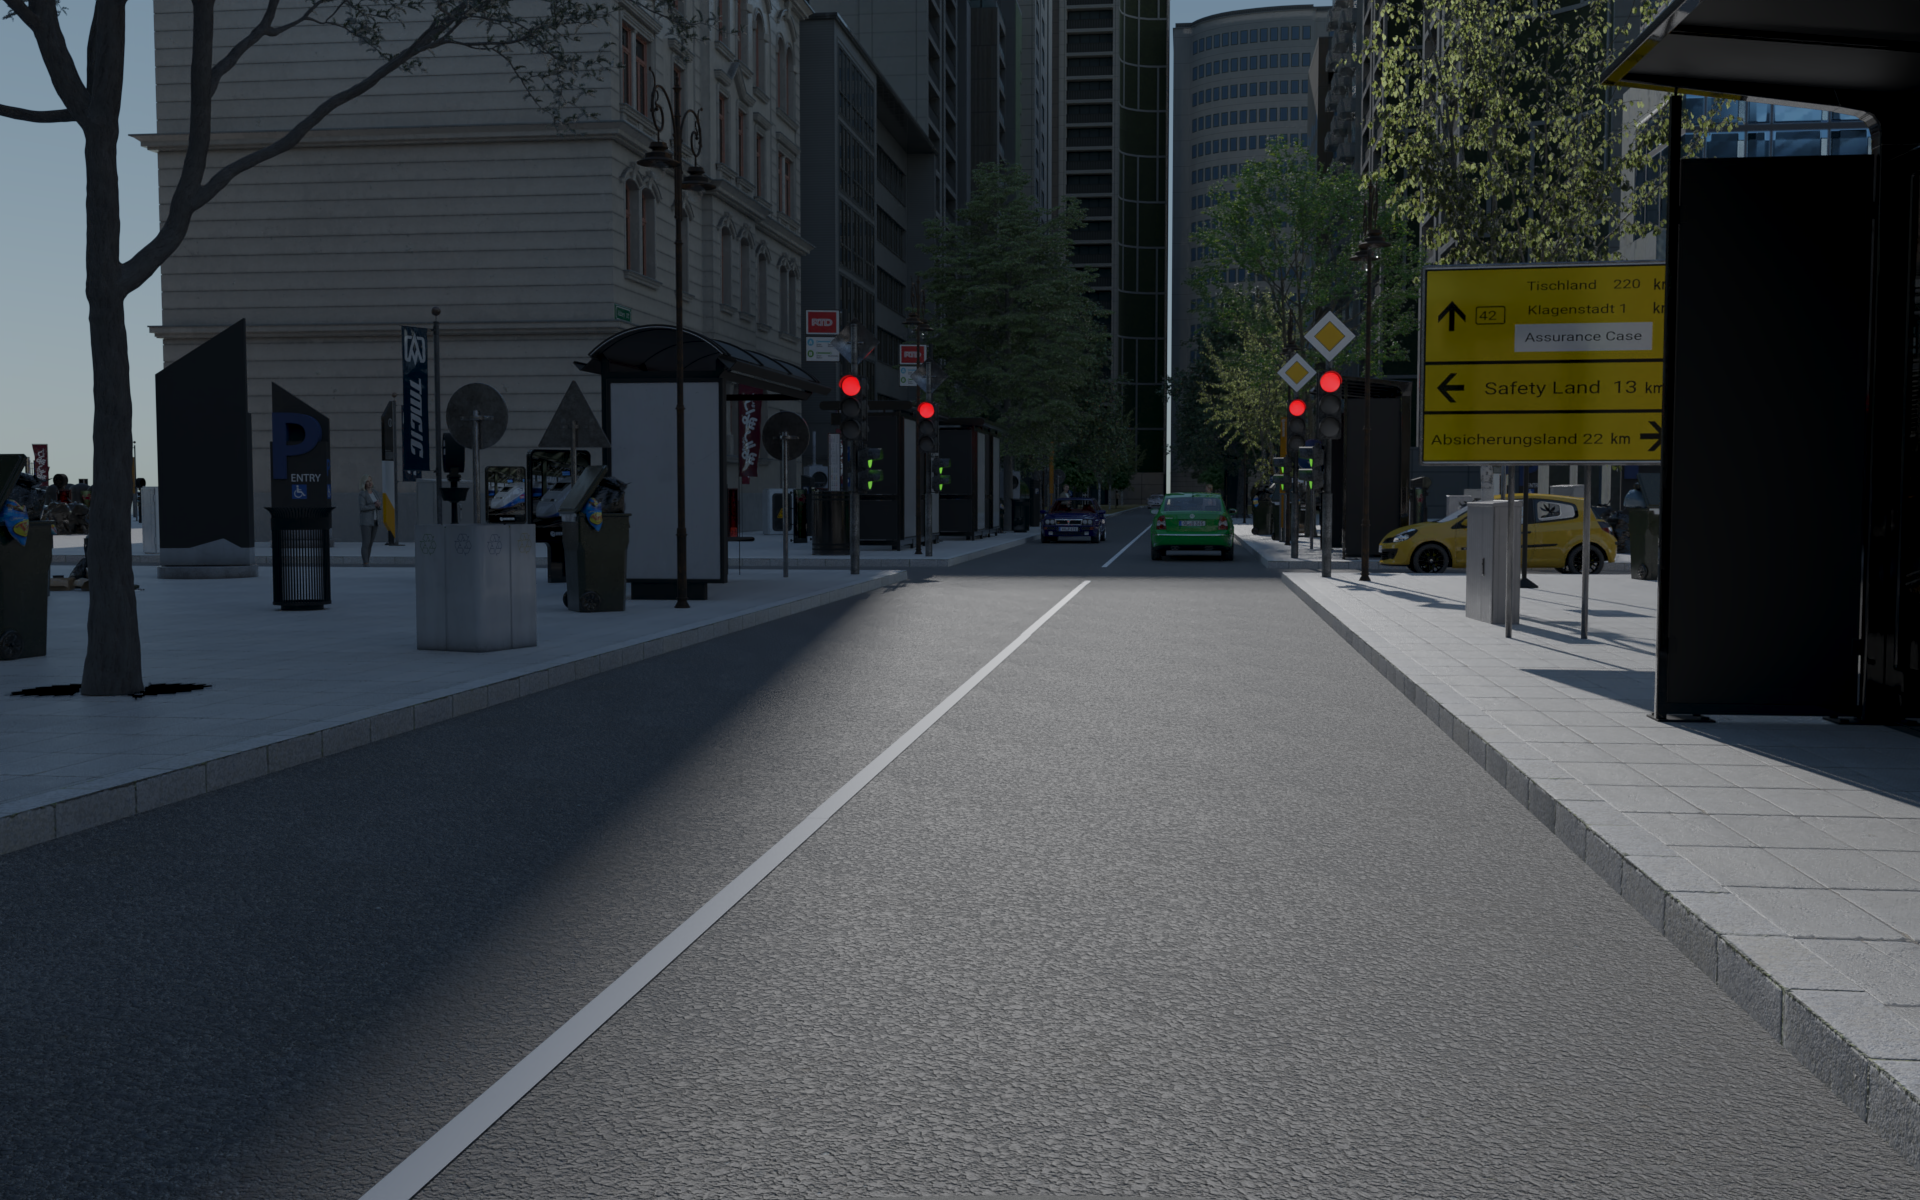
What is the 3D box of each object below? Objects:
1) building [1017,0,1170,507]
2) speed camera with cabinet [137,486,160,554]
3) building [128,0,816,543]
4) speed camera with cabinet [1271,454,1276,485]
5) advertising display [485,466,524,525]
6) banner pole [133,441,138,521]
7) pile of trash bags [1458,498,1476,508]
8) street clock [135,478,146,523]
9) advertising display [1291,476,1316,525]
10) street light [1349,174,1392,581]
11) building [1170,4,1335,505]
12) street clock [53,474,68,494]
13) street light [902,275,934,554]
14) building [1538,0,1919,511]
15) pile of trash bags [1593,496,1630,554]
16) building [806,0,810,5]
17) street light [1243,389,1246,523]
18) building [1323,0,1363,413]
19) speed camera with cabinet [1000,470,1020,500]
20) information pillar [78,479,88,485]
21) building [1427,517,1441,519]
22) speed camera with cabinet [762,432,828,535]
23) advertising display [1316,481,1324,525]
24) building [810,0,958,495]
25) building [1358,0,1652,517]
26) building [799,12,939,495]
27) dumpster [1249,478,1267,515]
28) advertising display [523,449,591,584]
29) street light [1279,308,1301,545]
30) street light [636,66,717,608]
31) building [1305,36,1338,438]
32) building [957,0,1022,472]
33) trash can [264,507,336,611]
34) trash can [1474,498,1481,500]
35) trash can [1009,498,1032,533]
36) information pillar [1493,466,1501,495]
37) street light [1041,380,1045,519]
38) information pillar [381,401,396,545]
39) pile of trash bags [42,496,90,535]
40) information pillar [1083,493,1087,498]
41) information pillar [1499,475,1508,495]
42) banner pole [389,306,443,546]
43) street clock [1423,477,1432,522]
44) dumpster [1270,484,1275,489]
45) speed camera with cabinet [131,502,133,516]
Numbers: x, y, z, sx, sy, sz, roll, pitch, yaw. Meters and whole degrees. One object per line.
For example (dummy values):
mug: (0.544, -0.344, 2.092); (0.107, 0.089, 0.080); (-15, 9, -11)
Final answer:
building: (14.920, -47.234, 210.535); (20.611, 71.187, 20.563); (0, 4, 7)
speed camera with cabinet: (-16.698, -2.652, 37.703); (0.660, 3.252, 2.038); (3, 4, 39)
building: (-13.599, -16.432, 56.045); (14.401, 28.519, 23.554); (0, 4, 7)
speed camera with cabinet: (15.041, -5.339, 81.633); (0.660, 3.252, 2.038); (0, 4, 7)
advertising display: (-10.446, -2.118, 39.851); (0.974, 1.923, 0.123); (-3, 5, -41)
banner pole: (-39.018, -5.593, 81.457); (0.863, 3.779, 0.401); (-3, 5, -40)
pile of trash bags: (16.301, -2.546, 51.385); (3.447, 1.369, 1.912); (2, 4, 26)
street clock: (-36.199, -4.404, 76.571); (0.358, 2.002, 0.471); (0, 4, 6)
advertising display: (12.523, -3.573, 63.627); (0.974, 1.923, 0.123); (-1, 4, -23)
street light: (5.989, -3.220, 25.437); (0.468, 5.910, 1.993); (0, 4, 7)
building: (39.625, -40.753, 208.315); (28.212, 58.520, 21.231); (0, 4, 7)
street clock: (-31.737, -3.461, 61.157); (0.471, 2.002, 0.358); (1, 4, 15)
street light: (-0.883, -3.910, 36.717); (0.468, 5.910, 1.993); (0, 4, 7)
building: (33.683, -45.024, 48.811); (31.000, 86.520, 22.319); (0, 4, 7)
pile of trash bags: (14.448, -1.728, 38.001); (3.447, 1.369, 1.912); (1, 4, 9)
building: (-8.718, -41.781, 121.379); (20.563, 71.187, 20.611); (0, 4, 7)
street light: (12.498, -6.308, 75.921); (0.468, 5.910, 1.993); (0, 4, 7)
building: (42.130, -32.064, 143.860); (23.786, 49.044, 30.456); (0, 4, 7)
speed camera with cabinet: (1.290, -4.411, 66.455); (2.038, 3.252, 0.660); (-2, 4, -28)
information pillar: (-41.477, -4.740, 81.993); (0.304, 2.012, 0.304); (1, 4, 9)
building: (34.055, -39.930, 91.102); (20.563, 71.187, 20.611); (0, 4, 7)
speed camera with cabinet: (-5.155, -3.675, 54.424); (2.038, 3.252, 0.660); (-2, 4, -25)
advertising display: (15.166, -4.099, 72.232); (0.123, 1.923, 0.974); (-3, 5, -40)
building: (-1.980, -44.673, 168.647); (20.611, 71.187, 20.563); (0, 4, 7)
building: (36.670, -41.587, 118.195); (20.563, 71.187, 20.611); (0, 4, 7)
building: (-10.090, -16.151, 83.128); (14.314, 24.678, 30.058); (0, 4, 7)
dumpster: (18.105, -6.185, 103.624); (1.502, 2.255, 1.985); (0, 4, 7)
advertising display: (-5.783, -1.212, 25.024); (0.974, 1.923, 0.123); (-3, 5, -41)
street light: (8.202, -4.305, 43.180); (0.468, 5.910, 1.993); (0, 4, 7)
street light: (-3.130, -2.847, 19.338); (0.468, 5.910, 1.993); (0, 4, 7)
building: (40.778, -31.601, 166.794); (14.600, 45.320, 14.200); (0, 4, 7)
building: (-2.720, -27.852, 138.973); (14.154, 41.232, 14.086); (0, 4, 7)
trash can: (-7.306, -0.462, 19.208); (0.748, 1.137, 0.748); (0, 3, 0)
trash can: (18.532, -3.030, 61.197); (0.748, 1.137, 0.748); (0, 3, 0)
trash can: (2.013, -2.817, 57.705); (0.748, 1.137, 0.748); (0, 3, 0)
information pillar: (21.861, -4.827, 70.268); (0.504, 3.616, 0.183); (0, 4, 7)
street light: (3.371, -5.939, 69.891); (0.468, 5.910, 1.993); (0, 4, 7)
information pillar: (-14.302, -3.179, 43.331); (0.183, 3.616, 0.504); (0, 4, 8)
pile of trash bags: (-28.768, -2.729, 54.380); (3.447, 1.369, 1.912); (-3, 5, -43)
information pillar: (8.019, -6.478, 110.412); (0.304, 2.012, 0.304); (-2, 4, -30)
information pillar: (20.569, -3.728, 65.450); (0.304, 2.012, 0.304); (3, 5, 45)
banner pole: (-7.091, -2.017, 22.988); (0.401, 3.779, 0.863); (2, 4, 27)
street clock: (19.277, -4.111, 71.784); (0.471, 2.002, 0.358); (0, 4, 0)
dumpster: (13.568, -4.080, 72.463); (1.264, 1.857, 1.865); (0, 4, 7)
speed camera with cabinet: (-49.244, -6.667, 103.349); (0.660, 3.252, 2.038); (-3, 4, -39)
